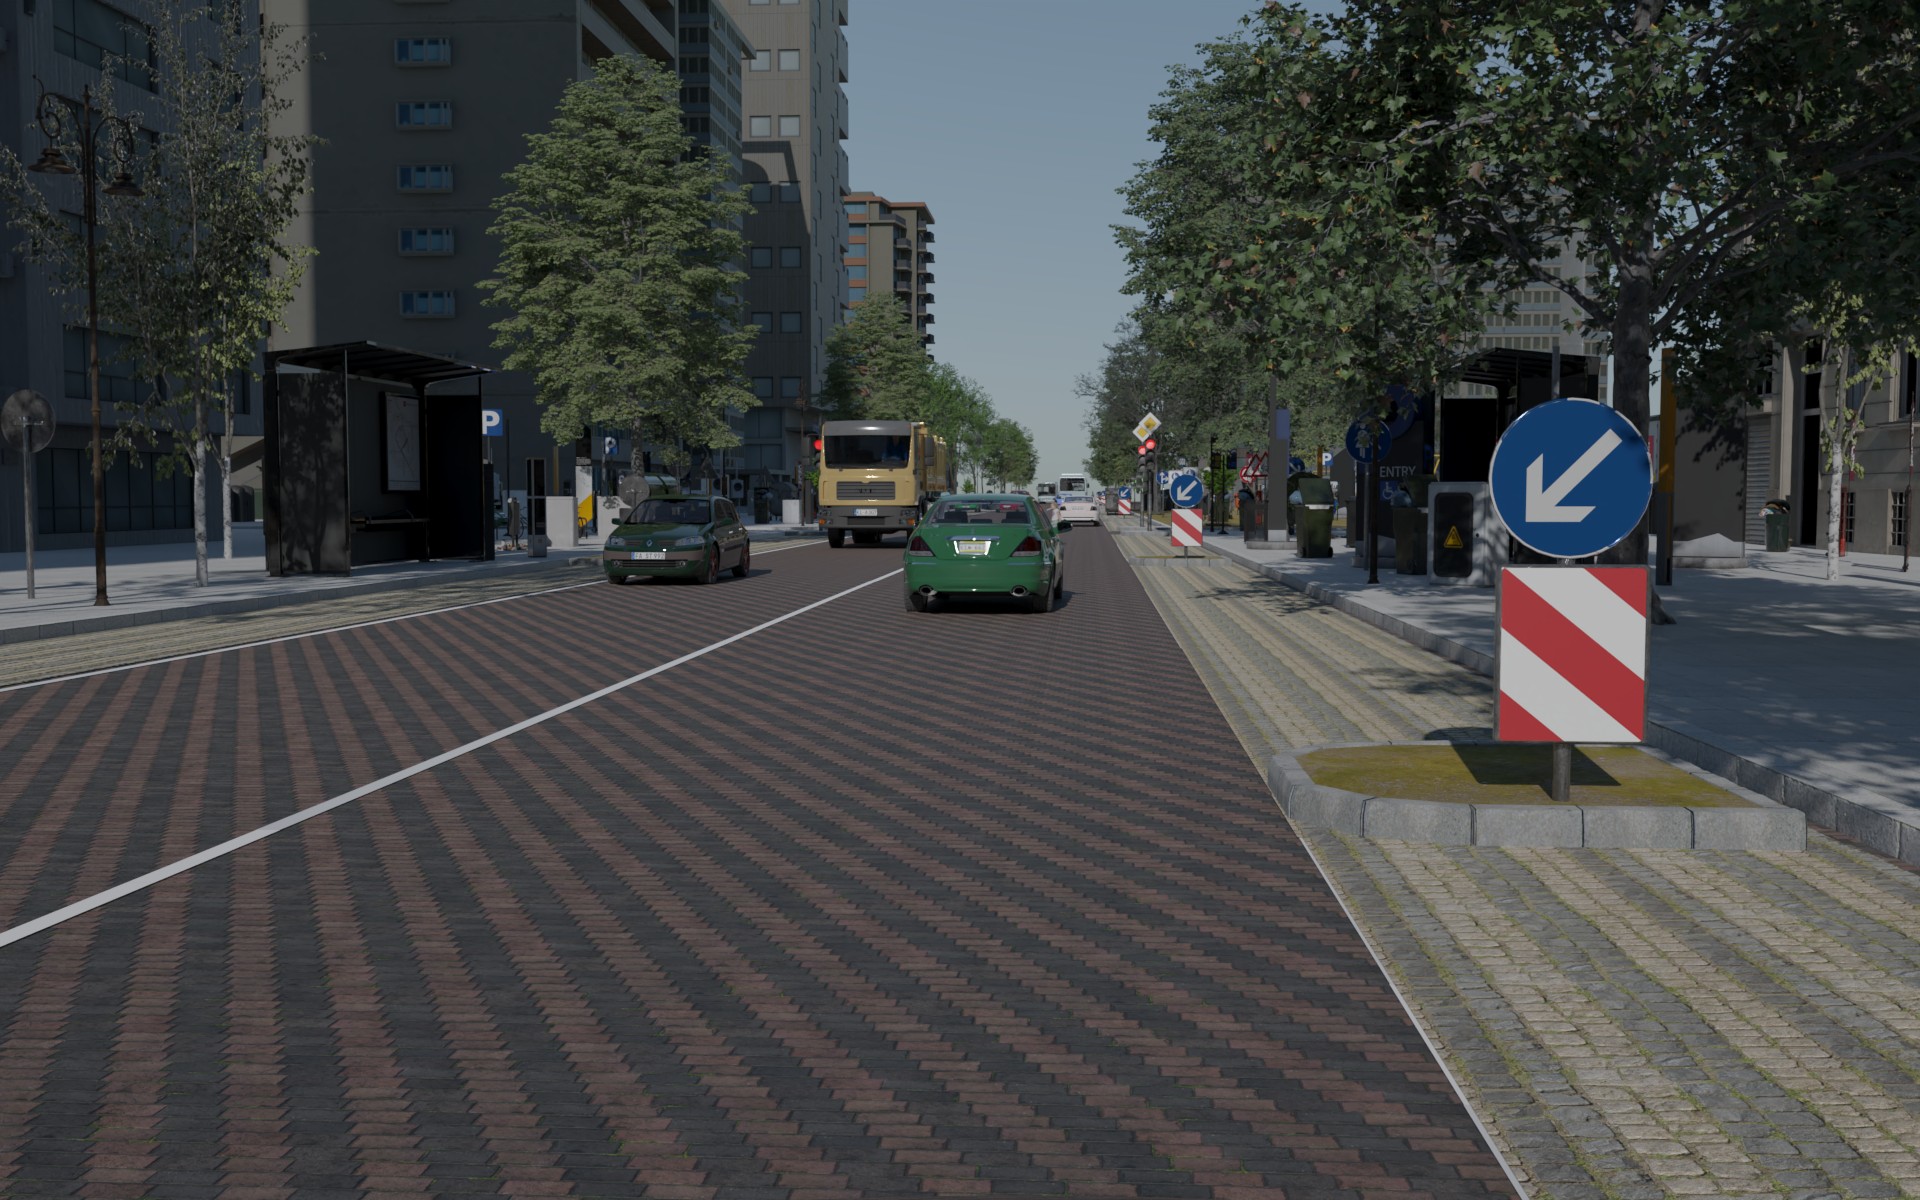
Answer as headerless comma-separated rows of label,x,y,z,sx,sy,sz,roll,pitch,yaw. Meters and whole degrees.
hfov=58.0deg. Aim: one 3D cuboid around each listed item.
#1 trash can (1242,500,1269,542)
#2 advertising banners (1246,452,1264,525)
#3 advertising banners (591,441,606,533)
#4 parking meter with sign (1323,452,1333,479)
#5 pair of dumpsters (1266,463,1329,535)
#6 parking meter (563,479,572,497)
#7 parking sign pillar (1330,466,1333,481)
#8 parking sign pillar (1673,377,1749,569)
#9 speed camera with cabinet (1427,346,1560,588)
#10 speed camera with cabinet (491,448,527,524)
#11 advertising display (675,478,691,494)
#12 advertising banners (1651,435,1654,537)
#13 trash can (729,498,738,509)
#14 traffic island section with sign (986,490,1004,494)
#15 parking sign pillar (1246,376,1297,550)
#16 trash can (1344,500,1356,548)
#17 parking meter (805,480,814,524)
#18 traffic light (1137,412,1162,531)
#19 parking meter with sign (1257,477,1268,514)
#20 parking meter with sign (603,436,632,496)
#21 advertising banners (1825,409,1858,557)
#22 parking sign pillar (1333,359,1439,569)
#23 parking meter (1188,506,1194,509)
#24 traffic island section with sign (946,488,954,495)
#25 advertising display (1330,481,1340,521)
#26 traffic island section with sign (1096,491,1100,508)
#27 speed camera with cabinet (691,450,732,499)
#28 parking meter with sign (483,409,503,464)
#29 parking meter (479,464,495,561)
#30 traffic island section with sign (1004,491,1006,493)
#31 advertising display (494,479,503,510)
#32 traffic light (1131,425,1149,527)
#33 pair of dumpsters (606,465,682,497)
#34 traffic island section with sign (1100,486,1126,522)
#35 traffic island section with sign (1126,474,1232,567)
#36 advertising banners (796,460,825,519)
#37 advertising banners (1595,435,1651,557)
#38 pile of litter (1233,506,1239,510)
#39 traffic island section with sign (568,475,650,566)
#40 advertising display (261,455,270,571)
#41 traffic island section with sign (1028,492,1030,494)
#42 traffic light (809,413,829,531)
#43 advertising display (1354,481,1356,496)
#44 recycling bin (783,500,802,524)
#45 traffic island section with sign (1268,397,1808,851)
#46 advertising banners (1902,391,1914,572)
trash can,7.561,-1.993,44.235,0.748,1.137,0.748,0,3,0
advertising banners,12.386,-4.614,71.624,0.090,3.025,2.074,-1,4,-23
advertising banners,-11.832,-3.703,56.732,0.090,3.025,2.074,-2,4,-24
parking meter with sign,15.049,-4.627,71.912,0.543,3.016,1.738,1,4,22
pair of dumpsters,10.864,-3.263,55.851,1.574,2.255,4.437,0,4,4
parking meter,-15.549,-3.850,68.663,0.255,1.863,0.399,0,4,-1
parking sign pillar,20.062,-6.260,90.823,1.447,3.967,1.447,3,5,43
parking sign pillar,13.033,-2.556,30.267,1.447,3.967,1.447,2,4,32
speed camera with cabinet,7.399,-1.794,23.670,0.660,3.252,2.038,-3,4,-38
speed camera with cabinet,-19.775,-4.942,75.136,2.038,3.252,0.660,-3,5,-40
advertising display,-11.551,-4.042,71.303,0.974,1.923,0.123,0,4,7
advertising banners,21.121,-3.379,51.427,2.074,3.025,0.090,1,4,18
trash can,-7.702,-2.781,57.117,0.748,1.137,0.748,0,3,0
traffic island section with sign,2.935,-9.749,168.017,1.989,1.847,2.006,0,4,4
parking sign pillar,7.405,-3.169,40.290,1.447,3.967,1.447,1,4,11
trash can,9.488,-1.804,41.142,0.748,1.137,0.748,0,3,0
parking meter,-6.382,-4.145,73.487,0.255,1.863,0.399,1,4,17
traffic light,6.499,-4.314,59.454,0.839,4.253,0.868,0,4,4
parking meter with sign,19.608,-6.971,110.231,1.738,3.016,0.543,-2,4,-26
parking meter with sign,-10.102,-3.470,52.997,0.543,3.016,1.738,2,4,30
advertising banners,17.977,-2.390,35.261,0.090,3.025,2.074,3,5,40
parking sign pillar,7.591,-2.553,30.217,1.447,3.967,1.447,3,5,44
parking meter,12.829,-5.373,96.254,0.372,1.533,0.369,0,3,0
traffic island section with sign,-0.707,-6.670,117.674,1.989,1.847,2.006,0,4,4
advertising display,18.014,-4.832,84.214,0.123,1.923,0.974,-3,5,-41
traffic island section with sign,10.409,-6.645,117.277,1.989,1.847,2.006,0,4,4
speed camera with cabinet,-11.438,-5.106,77.813,2.038,3.252,0.660,0,4,6
parking meter with sign,-10.079,-2.452,36.358,0.543,3.016,1.738,-2,4,-29
parking meter,-9.183,-1.696,33.440,0.255,1.863,0.399,-3,5,-41
traffic island section with sign,4.891,-11.393,194.901,1.989,1.847,2.006,0,4,4
advertising display,-20.710,-4.371,76.675,0.974,1.923,0.123,1,4,16
traffic light,7.078,-4.801,67.418,0.839,4.253,0.868,0,4,4
pair of dumpsters,-10.304,-3.302,56.483,1.574,2.255,4.437,0,4,4
traffic island section with sign,8.457,-5.001,90.393,1.989,1.847,2.006,0,4,4
traffic island section with sign,4.421,-1.610,34.948,1.989,1.847,2.006,0,4,4
advertising banners,-7.544,-5.675,88.966,2.074,3.025,0.090,-3,4,-36
advertising banners,12.976,-2.406,35.519,2.074,3.025,0.090,1,4,19
pile of litter,21.845,-7.527,137.034,1.176,0.858,1.719,0,4,8
traffic island section with sign,-6.710,-1.623,35.165,1.989,1.847,2.006,0,4,4
advertising display,-11.723,-1.476,29.351,0.123,1.923,0.974,-1,4,-19
traffic island section with sign,10.888,-16.437,277.373,1.989,1.847,2.006,0,4,4
traffic light,-4.833,-4.363,60.258,0.839,4.253,0.868,0,4,4
advertising display,20.391,-5.038,87.588,0.974,1.923,0.123,-1,4,-11
recycling bin,-7.156,-3.755,73.954,0.722,1.027,0.722,0,4,5
traffic island section with sign,2.465,0.043,7.923,1.989,1.847,2.006,0,4,4
advertising banners,15.964,-2.014,29.122,0.090,3.025,2.074,2,4,30
